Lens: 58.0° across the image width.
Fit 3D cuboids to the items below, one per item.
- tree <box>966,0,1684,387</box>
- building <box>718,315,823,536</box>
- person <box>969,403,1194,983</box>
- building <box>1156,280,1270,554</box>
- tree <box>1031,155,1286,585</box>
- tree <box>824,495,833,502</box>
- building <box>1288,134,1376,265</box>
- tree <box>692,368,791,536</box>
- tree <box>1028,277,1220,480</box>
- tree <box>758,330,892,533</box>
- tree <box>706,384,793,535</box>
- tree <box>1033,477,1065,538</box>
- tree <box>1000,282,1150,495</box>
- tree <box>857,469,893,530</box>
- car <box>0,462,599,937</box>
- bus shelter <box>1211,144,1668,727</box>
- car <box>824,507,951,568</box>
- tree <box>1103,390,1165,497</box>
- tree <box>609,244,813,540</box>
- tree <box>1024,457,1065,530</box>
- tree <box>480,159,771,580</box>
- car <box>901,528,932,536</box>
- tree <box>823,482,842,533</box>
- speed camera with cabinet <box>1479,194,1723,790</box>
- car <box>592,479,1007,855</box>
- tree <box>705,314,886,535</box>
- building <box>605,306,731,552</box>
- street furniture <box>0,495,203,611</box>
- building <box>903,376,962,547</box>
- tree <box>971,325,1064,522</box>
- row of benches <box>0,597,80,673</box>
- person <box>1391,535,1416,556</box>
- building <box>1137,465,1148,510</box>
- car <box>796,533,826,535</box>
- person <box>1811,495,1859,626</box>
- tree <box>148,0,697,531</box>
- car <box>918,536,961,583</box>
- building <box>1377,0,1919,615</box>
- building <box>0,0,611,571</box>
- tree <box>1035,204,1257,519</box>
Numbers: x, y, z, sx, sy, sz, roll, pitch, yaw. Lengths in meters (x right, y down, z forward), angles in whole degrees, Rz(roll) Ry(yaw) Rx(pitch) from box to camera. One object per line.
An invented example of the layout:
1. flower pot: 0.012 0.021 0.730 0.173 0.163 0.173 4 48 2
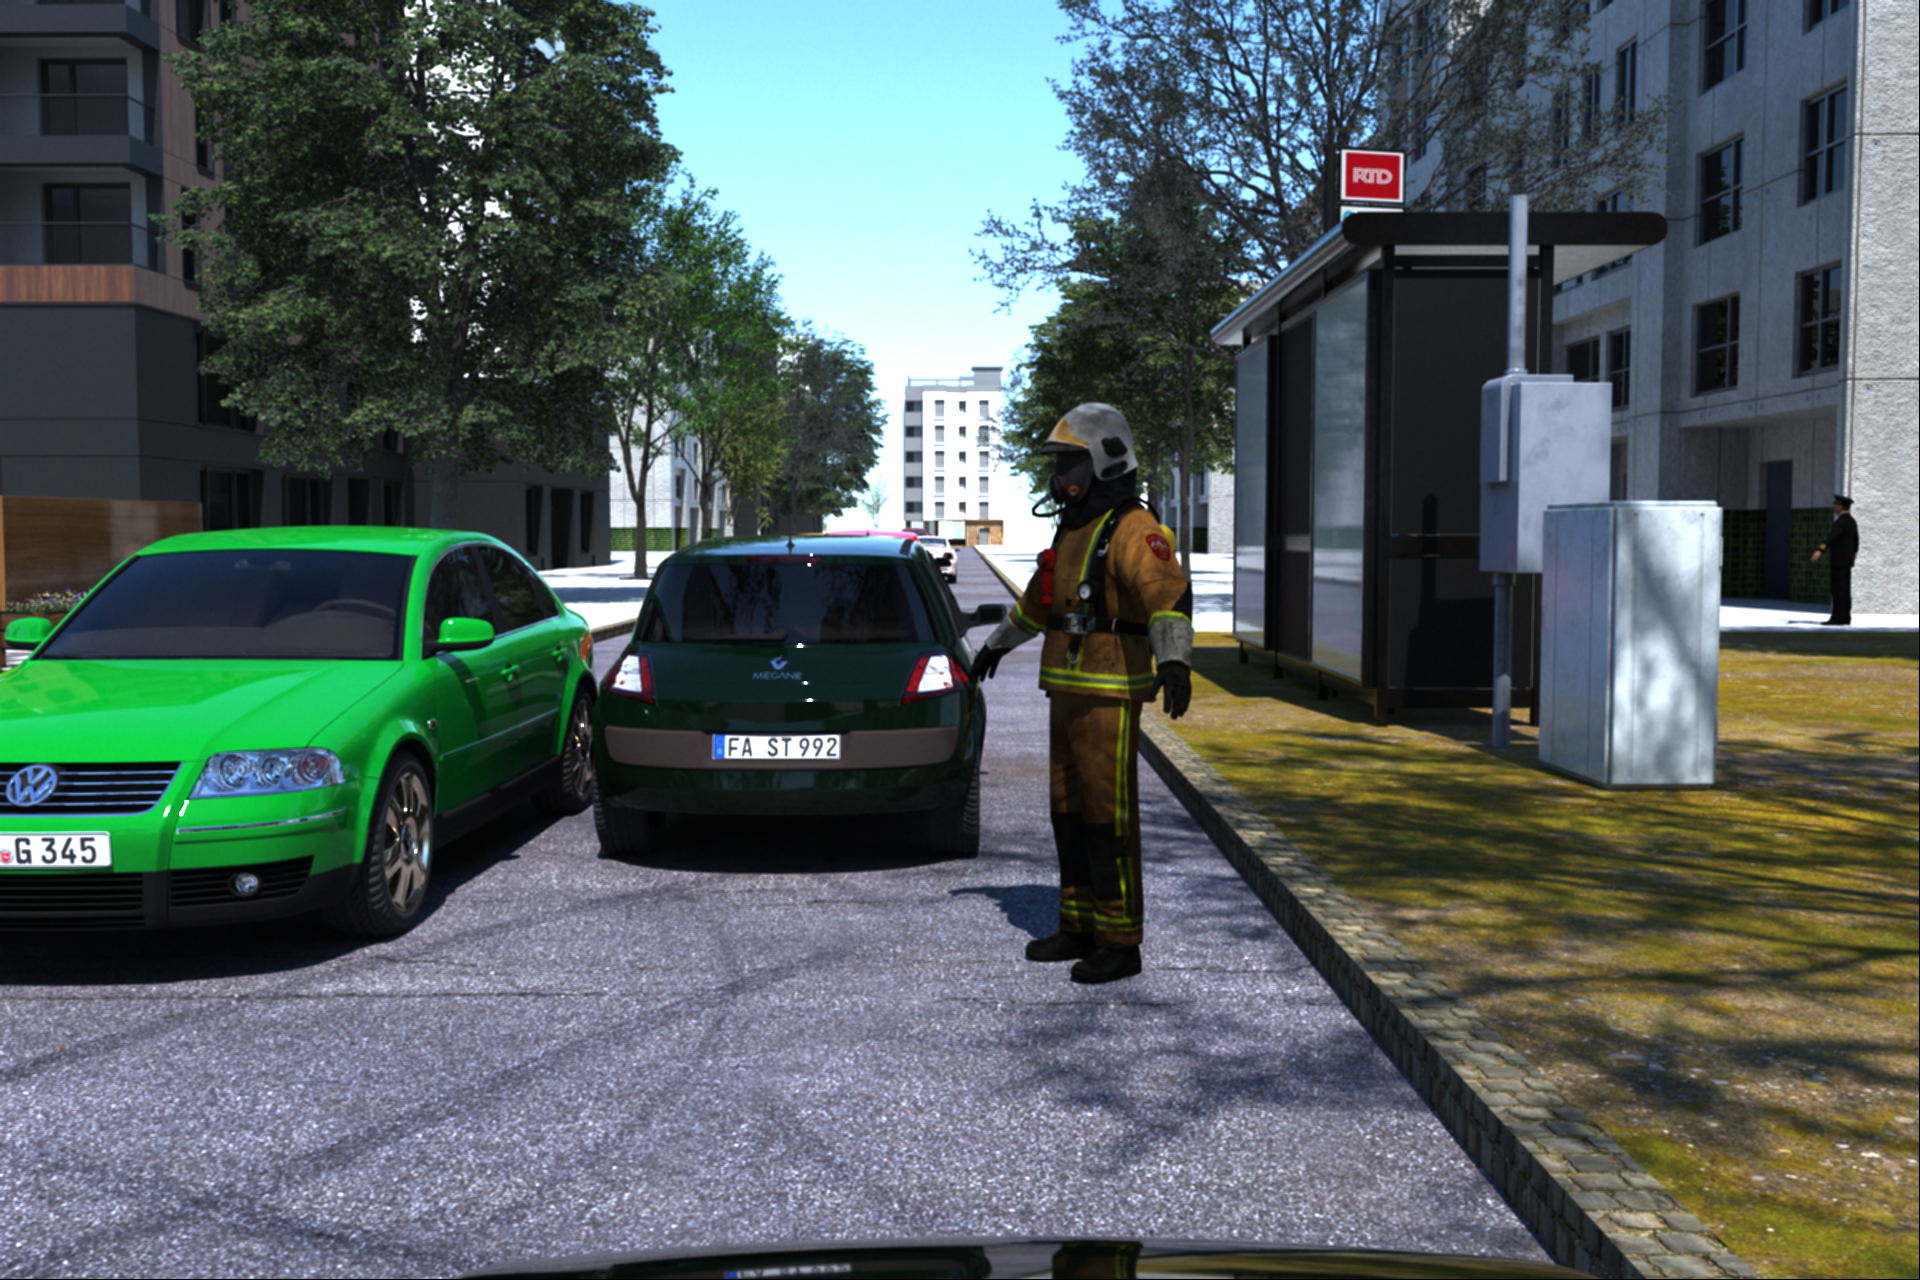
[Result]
1. tree: 5.675 -7.128 26.912 12.009 13.543 11.850 0 3 0
2. building: -29.081 -20.221 174.583 27.936 21.610 32.646 0 4 0
3. person: 0.419 0.156 5.680 0.705 1.858 1.354 -2 4 -25
4. building: 24.622 -16.071 129.218 16.747 18.905 31.486 0 4 0
5. tree: 5.189 -6.567 41.789 7.601 10.594 8.767 -1 4 -21
6. tree: -15.912 -15.345 201.257 4.360 8.622 3.978 0 3 0
7. building: 25.256 -14.980 75.858 19.493 23.208 18.063 0 4 0
8. tree: -9.297 -7.440 72.008 4.737 8.622 4.395 0 3 0
9. tree: 5.964 -7.836 62.538 7.601 10.594 8.767 1 4 14
10. tree: -9.094 -12.403 109.438 9.857 13.997 8.962 0 3 0
11. tree: -9.507 -7.941 80.196 4.737 8.622 4.395 0 3 0
12. tree: 10.726 -14.884 193.723 4.360 8.622 3.978 0 3 0
13. tree: 5.704 -9.813 78.573 7.486 12.596 7.792 0 3 0
14. tree: -9.093 -14.984 195.355 4.360 8.622 3.978 0 3 0
15. car: -2.831 0.075 7.567 1.959 1.807 4.718 0 4 1
16. bus shelter: 3.570 -2.324 15.625 2.179 5.291 8.768 0 3 0
17. car: -1.188 -0.877 23.380 2.155 1.783 4.494 0 4 -1
18. tree: 6.457 -7.325 70.120 4.737 8.622 4.395 0 3 0
19. tree: -9.046 -8.306 61.560 9.928 11.665 9.643 0 3 0
20. tree: 11.189 -16.832 200.963 9.928 11.665 9.643 0 3 0
21. tree: -9.093 -7.500 48.388 9.928 11.665 9.643 0 3 0
22. car: -2.816 -5.878 104.786 2.281 1.827 5.304 0 4 0
23. tree: -15.403 -15.031 196.123 4.737 8.622 4.395 0 3 0
24. speed camera with cabinet: 3.476 -0.930 9.542 0.660 3.252 2.038 0 4 -2
25. car: -0.745 0.041 9.122 2.009 1.686 4.222 0 4 0
26. tree: -9.271 -11.418 97.058 12.009 13.543 11.850 0 3 0
27. building: -29.314 -16.823 141.510 16.747 18.905 31.486 0 4 0
28. street furniture: -11.867 -1.010 23.373 9.812 1.723 11.010 0 4 3
29. building: -6.169 -20.810 199.112 11.380 20.090 16.016 0 4 -3
30. tree: 5.779 -11.393 96.639 12.009 13.543 11.850 0 3 0
31. row of benches: -9.358 -0.002 15.503 1.422 0.672 4.104 2 4 24
32. person: 10.186 -2.097 40.412 1.347 1.817 0.704 1 4 20
33. building: 22.604 -14.150 173.502 9.099 9.664 28.070 0 3 0
34. car: -2.311 -1.116 28.465 2.015 1.641 3.980 0 4 0
35. person: 12.384 -1.129 24.395 1.347 1.837 0.705 -3 5 -41
36. tree: -9.235 -7.606 31.022 9.857 13.997 8.962 0 3 0
37. car: -1.016 -2.410 51.771 2.083 1.381 4.827 0 3 0
38. building: 22.349 -10.775 42.627 16.747 18.905 31.486 0 3 0
39. building: -28.508 -12.873 54.457 27.936 21.610 32.646 0 4 1
40. tree: 6.154 -8.288 53.632 7.486 12.596 7.792 0 3 0
